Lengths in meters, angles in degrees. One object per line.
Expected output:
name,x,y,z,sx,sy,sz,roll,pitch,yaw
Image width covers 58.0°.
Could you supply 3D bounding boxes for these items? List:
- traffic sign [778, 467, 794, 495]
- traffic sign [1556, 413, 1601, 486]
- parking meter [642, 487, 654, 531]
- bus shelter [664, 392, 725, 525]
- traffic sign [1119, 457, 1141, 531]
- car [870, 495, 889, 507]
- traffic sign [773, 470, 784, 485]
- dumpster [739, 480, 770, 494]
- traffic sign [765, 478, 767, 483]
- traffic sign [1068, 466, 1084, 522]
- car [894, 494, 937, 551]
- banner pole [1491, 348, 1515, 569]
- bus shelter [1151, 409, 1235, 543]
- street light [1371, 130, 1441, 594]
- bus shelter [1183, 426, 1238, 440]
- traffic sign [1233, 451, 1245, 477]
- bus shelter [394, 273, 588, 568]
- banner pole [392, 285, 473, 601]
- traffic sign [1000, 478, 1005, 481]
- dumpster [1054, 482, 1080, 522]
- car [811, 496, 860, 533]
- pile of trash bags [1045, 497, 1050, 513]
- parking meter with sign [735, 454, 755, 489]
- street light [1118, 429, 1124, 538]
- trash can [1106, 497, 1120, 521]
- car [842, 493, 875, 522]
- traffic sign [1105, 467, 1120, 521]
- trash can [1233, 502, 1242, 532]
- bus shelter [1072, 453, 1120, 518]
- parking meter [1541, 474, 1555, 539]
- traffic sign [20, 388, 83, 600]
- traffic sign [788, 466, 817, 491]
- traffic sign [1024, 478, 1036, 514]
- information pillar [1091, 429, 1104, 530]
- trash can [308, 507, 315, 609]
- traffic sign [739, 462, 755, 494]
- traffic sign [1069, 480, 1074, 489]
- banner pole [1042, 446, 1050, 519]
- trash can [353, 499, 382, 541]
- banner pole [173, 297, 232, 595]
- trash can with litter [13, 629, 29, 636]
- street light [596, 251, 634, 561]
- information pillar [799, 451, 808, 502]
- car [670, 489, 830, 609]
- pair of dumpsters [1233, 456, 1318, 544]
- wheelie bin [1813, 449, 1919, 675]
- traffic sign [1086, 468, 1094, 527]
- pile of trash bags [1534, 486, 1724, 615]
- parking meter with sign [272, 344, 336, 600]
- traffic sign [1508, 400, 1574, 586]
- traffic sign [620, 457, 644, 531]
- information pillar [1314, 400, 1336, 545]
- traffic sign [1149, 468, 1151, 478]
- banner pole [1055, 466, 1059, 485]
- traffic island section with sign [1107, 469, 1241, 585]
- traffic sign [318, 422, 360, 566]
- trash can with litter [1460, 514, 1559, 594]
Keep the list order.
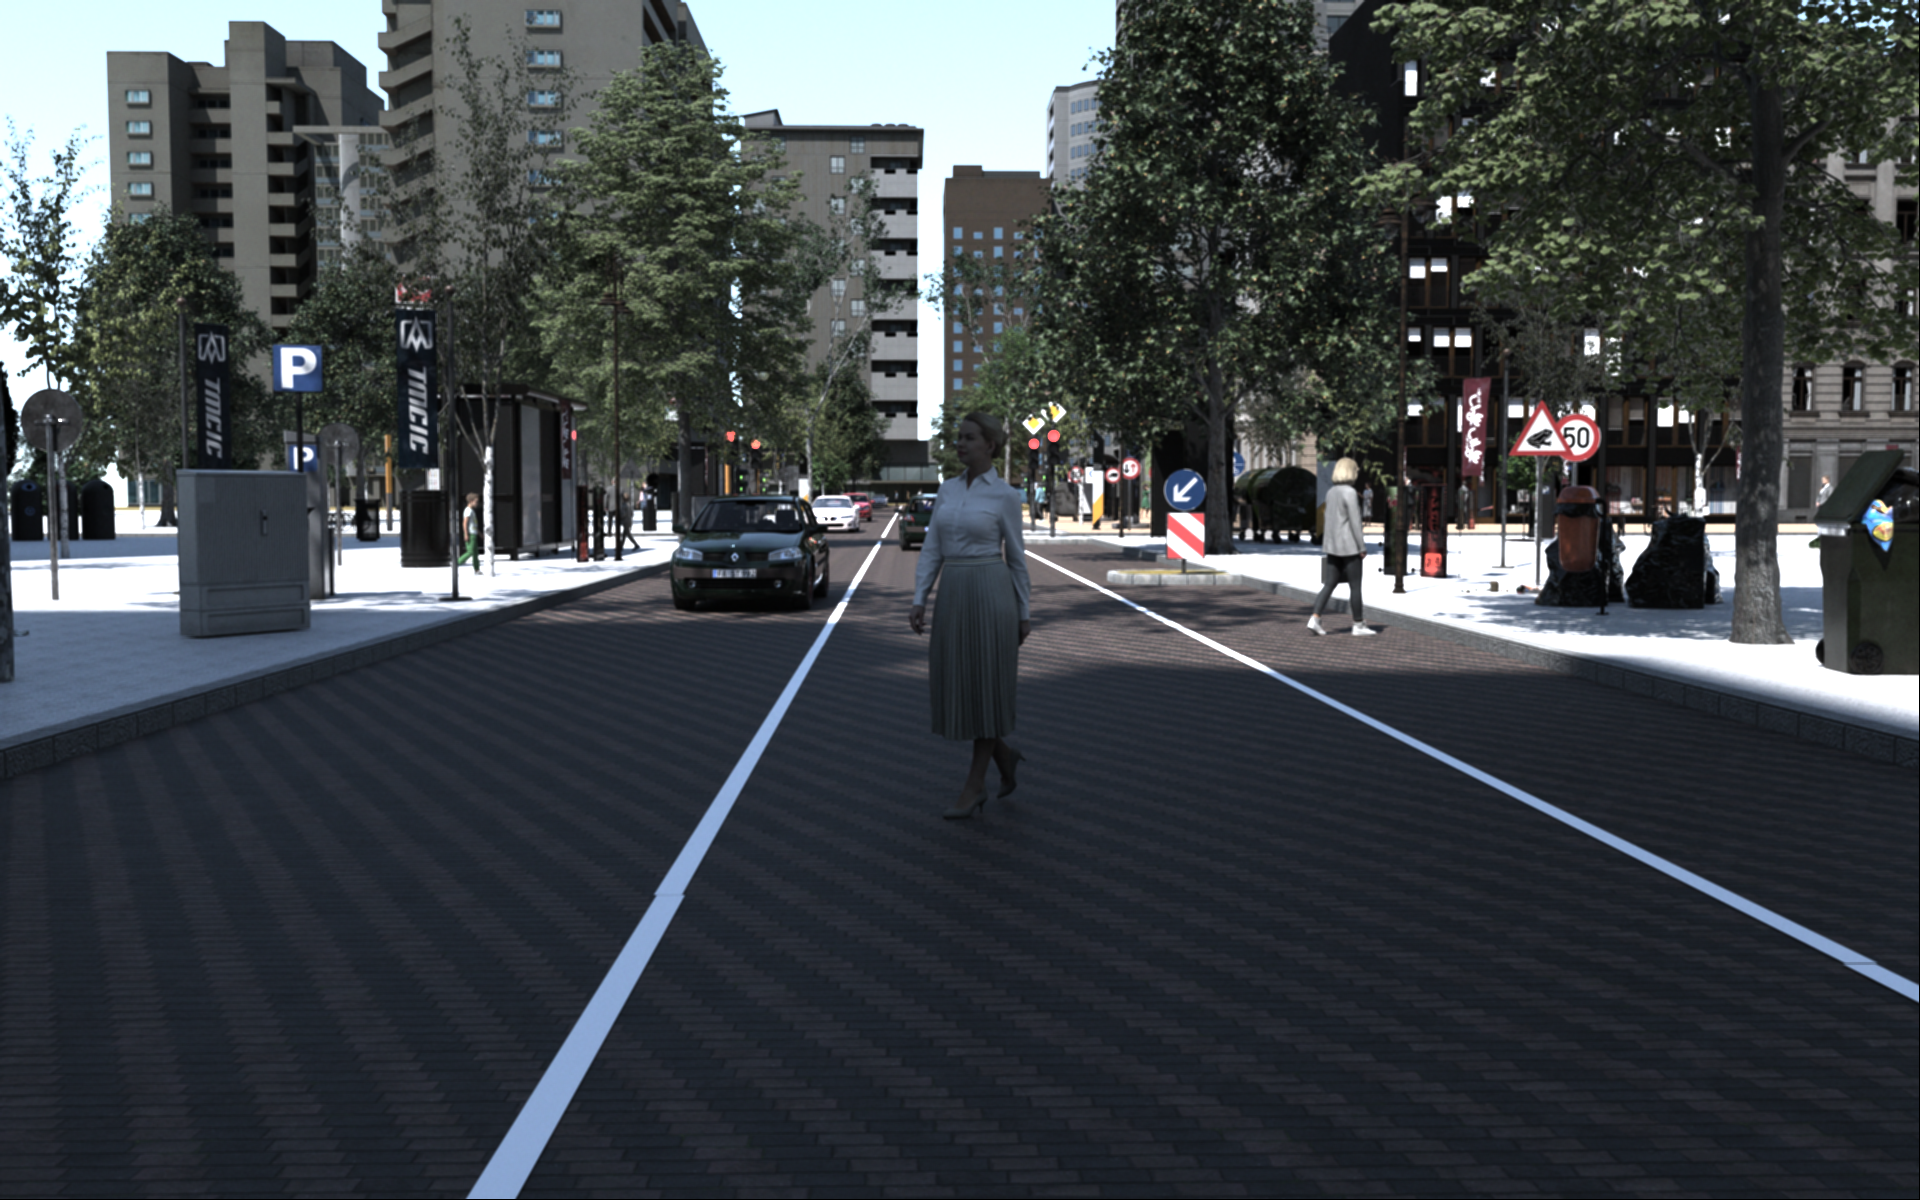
traffic sign,-8.103,-4.933,80.757,0.768,2.556,0.104,0,4,-1
traffic sign,9.692,-1.666,27.339,0.768,2.556,0.104,0,4,1
parking meter,-10.738,-3.130,59.580,0.372,1.533,0.369,0,3,0
bus shelter,-10.590,-5.697,70.771,2.179,5.291,8.768,0,4,-2
traffic sign,5.882,-3.667,60.061,0.768,2.556,0.104,0,4,-1
car,-9.049,-11.115,194.091,2.083,1.381,4.827,0,4,-2
traffic sign,-9.397,-5.527,90.477,0.768,2.556,0.104,0,4,5
dumpster,-8.800,-4.154,73.678,1.264,1.857,1.865,0,4,-2
traffic sign,-13.714,-7.315,119.709,0.768,2.556,0.104,0,4,4
traffic sign,5.297,-4.831,79.099,0.768,2.556,0.104,0,4,6
car,-0.711,-2.169,45.257,2.009,1.686,4.222,0,4,-3
banner pole,9.320,-2.422,29.614,0.401,3.779,0.863,1,4,17
bus shelter,6.147,-3.431,47.376,1.731,3.624,6.357,0,4,-2
street light,5.674,-3.023,22.207,0.468,5.910,1.993,0,4,-2
bus shelter,8.434,-5.289,64.108,2.179,5.291,8.768,0,4,-2
traffic sign,8.057,-3.137,51.393,0.768,2.556,0.104,0,4,8
bus shelter,-9.260,-3.463,34.256,2.179,5.291,8.768,0,4,-2
banner pole,-6.329,-1.882,20.784,0.863,3.779,0.401,-1,4,-15
traffic sign,3.286,-8.224,134.575,0.768,2.556,0.104,0,4,0
dumpster,4.949,-4.595,80.888,1.264,1.857,1.865,0,4,-2
car,-4.776,-3.233,65.215,2.083,1.381,4.827,0,4,-1
pile of trash bags,6.759,-6.739,119.942,1.912,1.369,3.447,0,4,-2
parking meter with sign,-9.255,-4.892,76.252,0.543,3.016,1.738,1,4,21
street light,4.735,-4.761,50.632,0.468,5.910,1.993,0,4,-2
trash can,7.417,-4.425,84.002,0.748,1.137,0.748,0,3,0
car,-5.511,-4.986,90.566,2.155,1.783,4.494,0,4,-2
traffic sign,7.261,-5.019,82.168,0.768,2.556,0.104,0,4,6
trash can,9.333,-2.877,58.694,0.748,1.137,0.748,0,3,0
bus shelter,6.995,-5.794,88.655,2.014,3.302,5.546,0,4,-2
parking meter,16.795,-2.685,49.617,0.399,1.863,0.255,3,4,36
traffic sign,-10.937,-1.270,20.863,0.768,2.556,0.104,0,4,2
traffic sign,-11.207,-7.967,124.130,2.265,3.308,0.079,0,4,3
traffic sign,4.370,-6.630,108.501,0.768,2.556,0.104,0,4,7
information pillar,4.936,-4.313,61.872,0.183,3.616,0.504,-3,5,-40
trash can,-7.226,-0.411,18.374,0.748,1.137,0.748,0,3,0
traffic sign,-8.455,-4.212,68.964,0.768,2.556,0.104,0,4,6
traffic sign,7.140,-6.563,109.427,0.606,2.300,0.079,0,4,6
banner pole,4.441,-6.142,90.439,0.401,3.779,0.863,-2,4,-28
trash can,-16.107,-2.169,47.110,0.748,1.137,0.748,0,3,0
banner pole,-9.761,-1.976,22.328,0.401,3.779,0.863,3,4,38
trash can with litter,-9.607,-0.282,15.660,2.233,1.210,1.678,1,4,10
street light,-6.567,-3.690,33.114,0.468,5.910,1.993,0,4,-2
information pillar,-8.534,-6.293,94.244,0.504,3.616,0.183,-1,4,-16
car,-2.697,-0.795,22.785,2.009,1.686,4.222,0,4,0
pair of dumpsters,8.459,-2.673,46.202,1.574,2.255,4.437,0,4,-2
wheelie bin,6.620,-0.281,12.508,0.693,1.594,0.980,0,4,5
traffic sign,5.121,-3.932,66.424,0.606,2.300,0.079,0,4,4
pile of trash bags,7.467,-0.608,19.700,1.912,1.369,3.447,2,4,35
parking meter with sign,-7.937,-1.521,21.122,0.543,3.016,1.738,-1,4,-14
traffic sign,8.063,-1.474,24.098,0.884,2.594,0.081,0,4,3
traffic sign,-11.384,-3.664,59.918,0.884,2.594,0.081,0,4,0
information pillar,9.118,-3.169,43.161,0.504,3.616,0.183,2,4,30
traffic sign,8.282,-4.428,72.509,0.768,2.556,0.104,0,4,5
banner pole,5.086,-6.304,93.091,0.401,3.779,0.863,-2,4,-29
traffic island section with sign,3.442,-1.200,28.244,1.989,1.847,2.006,0,4,-2
traffic sign,-11.063,-1.878,30.812,0.768,2.556,0.104,0,4,-1
trash can with litter,7.659,-0.710,22.673,2.233,1.210,1.678,0,4,5
